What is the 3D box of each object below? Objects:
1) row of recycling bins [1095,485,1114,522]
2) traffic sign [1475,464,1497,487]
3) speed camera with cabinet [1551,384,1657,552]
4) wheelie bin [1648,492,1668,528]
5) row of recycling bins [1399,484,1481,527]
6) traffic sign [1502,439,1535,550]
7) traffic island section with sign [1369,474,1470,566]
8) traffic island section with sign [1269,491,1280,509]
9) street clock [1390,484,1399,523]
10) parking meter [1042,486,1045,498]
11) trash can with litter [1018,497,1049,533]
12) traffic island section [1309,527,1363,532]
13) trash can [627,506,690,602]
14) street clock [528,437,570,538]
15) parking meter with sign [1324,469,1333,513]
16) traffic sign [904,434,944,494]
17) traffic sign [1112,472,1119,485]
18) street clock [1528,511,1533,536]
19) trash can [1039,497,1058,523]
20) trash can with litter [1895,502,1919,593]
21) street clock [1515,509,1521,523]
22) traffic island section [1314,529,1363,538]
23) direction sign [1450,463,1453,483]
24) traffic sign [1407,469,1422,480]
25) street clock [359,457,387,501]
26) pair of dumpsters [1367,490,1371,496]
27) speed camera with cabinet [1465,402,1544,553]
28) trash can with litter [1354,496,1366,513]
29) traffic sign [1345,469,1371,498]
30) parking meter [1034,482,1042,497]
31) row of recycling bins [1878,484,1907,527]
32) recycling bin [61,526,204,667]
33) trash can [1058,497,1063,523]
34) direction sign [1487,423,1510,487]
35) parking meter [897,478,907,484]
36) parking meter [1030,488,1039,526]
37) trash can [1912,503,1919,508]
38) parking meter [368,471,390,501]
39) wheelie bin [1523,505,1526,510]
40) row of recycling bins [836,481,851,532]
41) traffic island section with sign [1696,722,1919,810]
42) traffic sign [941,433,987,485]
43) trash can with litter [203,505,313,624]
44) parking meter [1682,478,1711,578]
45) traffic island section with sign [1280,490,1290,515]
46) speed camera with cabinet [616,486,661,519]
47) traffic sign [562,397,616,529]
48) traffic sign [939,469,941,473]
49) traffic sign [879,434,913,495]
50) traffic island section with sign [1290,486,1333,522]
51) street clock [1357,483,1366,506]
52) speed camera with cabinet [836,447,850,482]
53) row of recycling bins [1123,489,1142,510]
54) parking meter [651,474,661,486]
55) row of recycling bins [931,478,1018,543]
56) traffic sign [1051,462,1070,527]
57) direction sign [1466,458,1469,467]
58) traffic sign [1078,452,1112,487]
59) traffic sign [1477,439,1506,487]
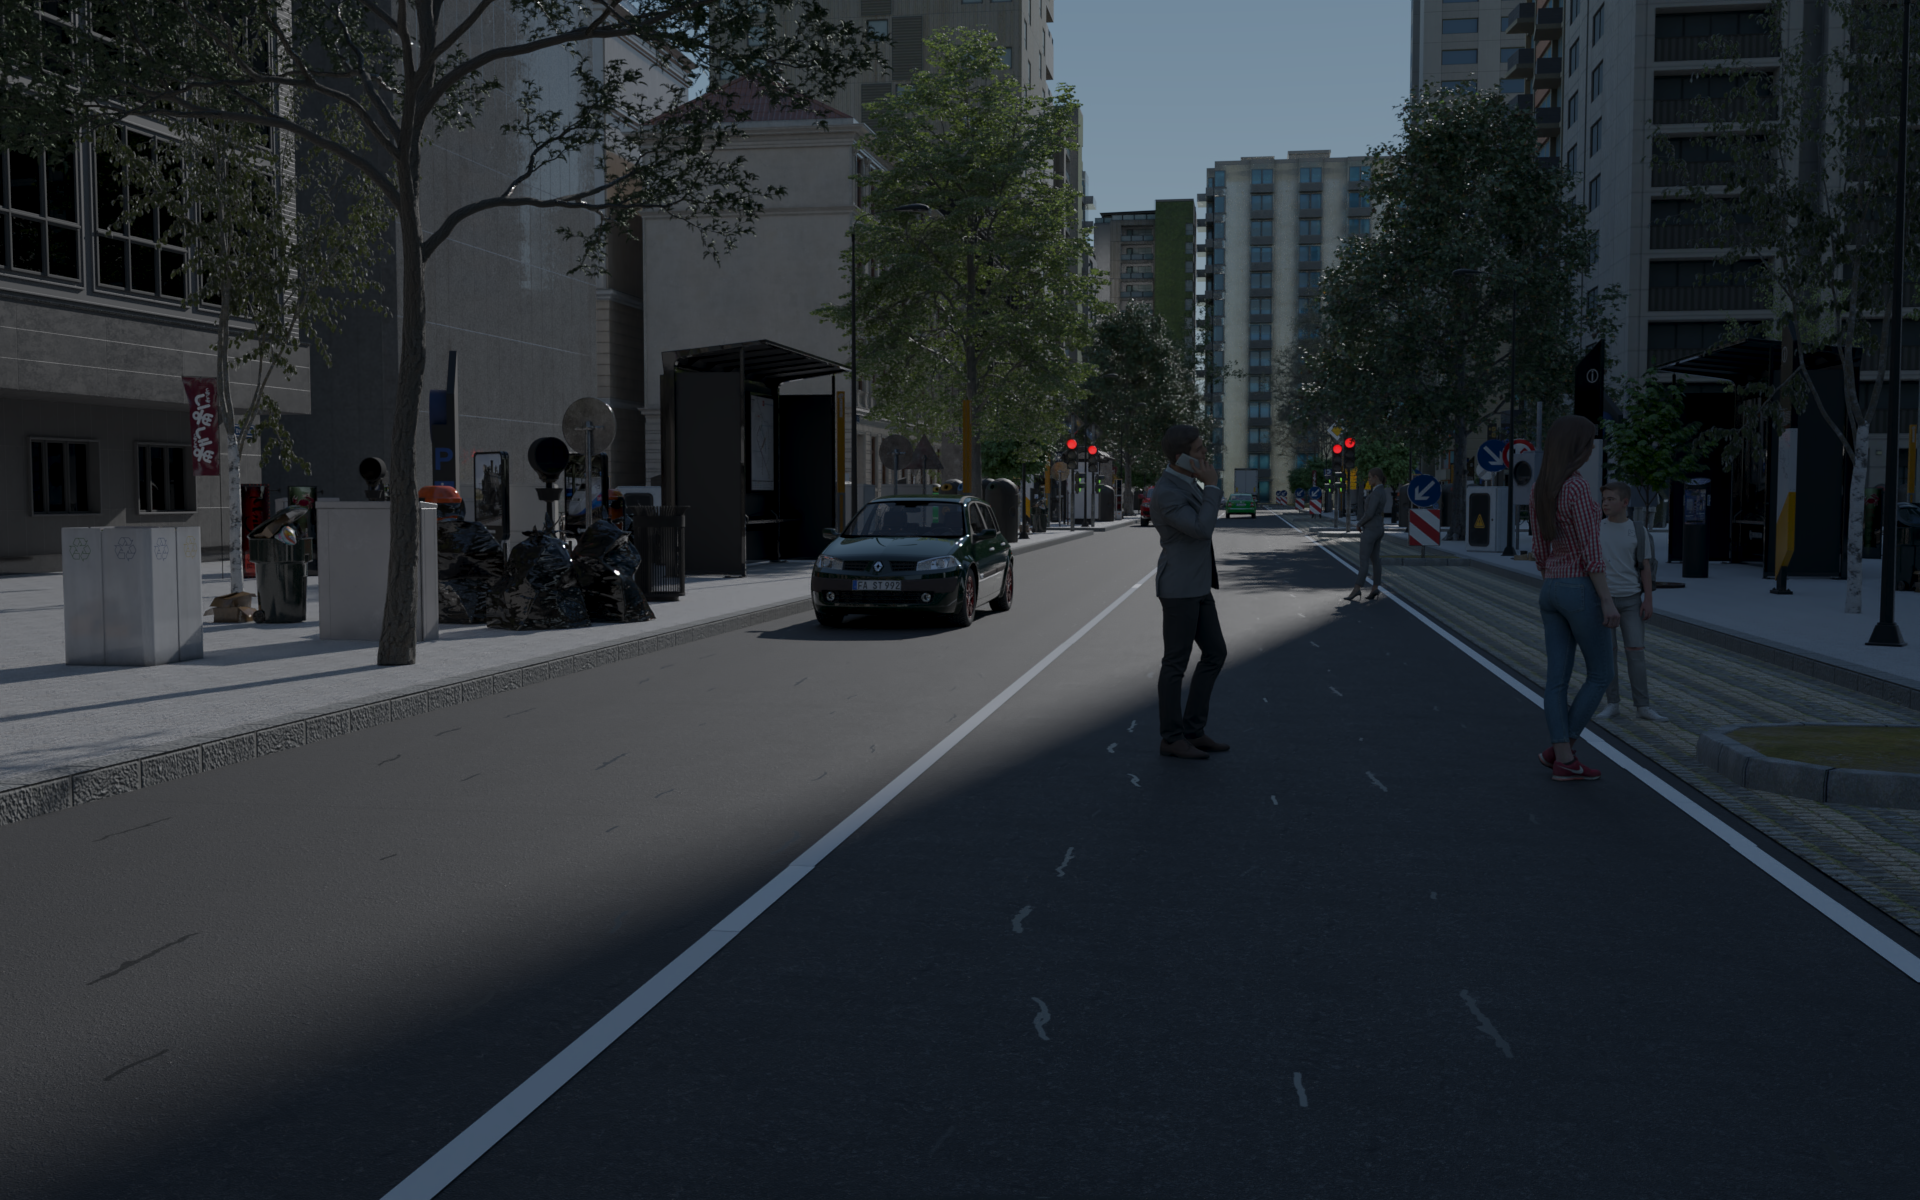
[{"bbox_3d":[6.486,-4.564,81.732,1.069,1.692,3.534,-1,4,-11],"label":"row of recycling bins"},{"bbox_3d":[19.471,-3.916,64.140,0.768,2.556,0.104,1,4,16],"label":"traffic sign"},{"bbox_3d":[11.454,-2.226,30.727,2.038,3.252,0.660,-2,4,-27],"label":"speed camera with cabinet"},{"bbox_3d":[26.441,-3.536,65.729,0.693,1.594,0.980,3,4,37],"label":"wheelie bin"},{"bbox_3d":[18.780,-3.704,67.674,3.534,1.692,1.069,-1,4,-15],"label":"row of recycling bins"},{"bbox_3d":[12.858,-2.433,39.885,0.768,2.556,0.104,1,4,12],"label":"traffic sign"},{"bbox_3d":[9.254,-1.627,35.230,1.989,1.847,2.006,1,4,9],"label":"traffic island section with sign"},{"bbox_3d":[30.953,-9.637,166.198,1.989,1.847,2.006,1,4,9],"label":"traffic island section with sign"},{"bbox_3d":[18.957,-4.344,75.598,0.358,2.002,0.471,3,4,37],"label":"street clock"},{"bbox_3d":[6.073,-7.443,127.396,0.255,1.863,0.399,1,4,15],"label":"parking meter"},{"bbox_3d":[2.382,-2.801,57.186,1.055,1.170,0.624,1,4,21],"label":"trash can with litter"},{"bbox_3d":[14.309,-2.662,65.808,2.009,0.180,2.903,1,4,9],"label":"traffic island section"},{"bbox_3d":[-3.613,-0.561,20.819,0.748,1.137,0.748,0,3,0],"label":"trash can"},{"bbox_3d":[-5.223,-1.068,22.035,0.471,2.002,0.358,-2,4,-35],"label":"street clock"},{"bbox_3d":[25.691,-7.604,120.593,0.543,3.016,1.738,1,4,18],"label":"parking meter with sign"},{"bbox_3d":[-0.775,-2.287,37.397,0.884,2.594,0.081,1,4,13],"label":"traffic sign"},{"bbox_3d":[7.387,-5.122,84.927,0.795,2.450,0.064,1,4,10],"label":"traffic sign"},{"bbox_3d":[17.681,-2.993,53.502,0.471,2.002,0.358,1,4,20],"label":"street clock"},{"bbox_3d":[3.705,-3.951,76.246,0.748,1.137,0.748,0,3,0],"label":"trash can"},{"bbox_3d":[12.667,-0.695,22.751,0.624,1.170,1.055,0,4,-8],"label":"trash can with litter"},{"bbox_3d":[25.136,-4.493,78.024,0.358,2.002,0.471,-3,4,-38],"label":"street clock"},{"bbox_3d":[13.004,-2.180,57.930,2.009,0.180,2.903,1,4,9],"label":"traffic island section"},{"bbox_3d":[35.841,-8.152,125.288,0.379,3.537,0.876,-3,5,-42],"label":"direction sign"},{"bbox_3d":[23.268,-5.417,88.678,0.768,2.556,0.104,1,4,14],"label":"traffic sign"},{"bbox_3d":[-11.591,-1.814,34.229,0.471,2.002,0.358,0,4,7],"label":"street clock"},{"bbox_3d":[27.478,-6.756,112.957,1.574,2.255,4.437,1,4,10],"label":"pair of dumpsters"},{"bbox_3d":[11.938,-2.653,37.708,0.660,3.252,2.038,-2,4,-26],"label":"speed camera with cabinet"},{"bbox_3d":[27.770,-6.653,120.157,0.624,1.170,1.055,-3,5,-43],"label":"trash can with litter"},{"bbox_3d":[25.594,-7.123,110.332,2.265,3.308,0.079,1,4,19],"label":"traffic sign"},{"bbox_3d":[3.791,-4.939,86.463,0.255,1.863,0.399,-1,4,-14],"label":"parking meter"},{"bbox_3d":[36.046,-3.769,68.737,3.534,1.692,1.069,2,4,32],"label":"row of recycling bins"},{"bbox_3d":[-6.310,-0.041,13.231,0.722,1.027,0.722,1,4,9],"label":"recycling bin"},{"bbox_3d":[4.344,-4.074,78.265,0.748,1.137,0.748,0,3,0],"label":"trash can"},{"bbox_3d":[17.191,-3.875,55.360,0.876,3.537,0.379,-1,4,-22],"label":"direction sign"},{"bbox_3d":[-2.111,-3.400,61.305,0.399,1.863,0.255,-2,4,-33],"label":"parking meter"},{"bbox_3d":[3.003,-3.748,69.684,0.372,1.533,0.369,0,3,0],"label":"parking meter"},{"bbox_3d":[16.204,-1.050,28.828,0.748,1.137,0.748,0,3,0],"label":"trash can"},{"bbox_3d":[-12.333,-1.900,36.782,0.399,1.863,0.255,1,4,13],"label":"parking meter"},{"bbox_3d":[33.896,-5.927,104.810,0.980,1.594,0.693,-1,4,-9],"label":"wheelie bin"},{"bbox_3d":[-3.728,-2.869,54.014,1.069,1.692,3.534,0,4,1],"label":"row of recycling bins"},{"bbox_3d":[4.852,0.000,8.635,1.989,1.847,2.006,1,4,9],"label":"traffic island section with sign"},{"bbox_3d":[0.461,-3.881,57.331,2.265,3.308,0.079,1,4,16],"label":"traffic sign"},{"bbox_3d":[-7.014,-0.359,17.259,1.055,1.170,0.624,0,4,5],"label":"trash can with litter"},{"bbox_3d":[11.286,-1.109,26.541,0.372,1.533,0.369,0,3,0],"label":"parking meter"},{"bbox_3d":[22.755,-6.608,116.668,1.989,1.847,2.006,1,4,9],"label":"traffic island section with sign"},{"bbox_3d":[-6.388,-2.631,37.357,2.038,3.252,0.660,-1,4,-13],"label":"speed camera with cabinet"},{"bbox_3d":[-4.887,-1.387,22.789,0.768,2.556,0.104,1,4,13],"label":"traffic sign"},{"bbox_3d":[-0.344,-3.571,58.492,0.768,2.556,0.104,1,4,17],"label":"traffic sign"},{"bbox_3d":[-1.374,-2.254,36.961,0.768,2.556,0.104,1,4,16],"label":"traffic sign"},{"bbox_3d":[18.343,-4.982,90.075,1.989,1.847,2.006,1,4,9],"label":"traffic island section with sign"},{"bbox_3d":[21.160,-5.305,91.312,0.358,2.002,0.471,-1,4,-22],"label":"street clock"},{"bbox_3d":[-4.812,-4.754,72.069,0.660,3.252,2.038,-1,4,-12],"label":"speed camera with cabinet"},{"bbox_3d":[14.614,-7.953,137.136,3.534,1.692,1.069,1,4,22],"label":"row of recycling bins"},{"bbox_3d":[-8.990,-2.801,51.514,0.399,1.863,0.255,2,4,26],"label":"parking meter"},{"bbox_3d":[0.490,-2.434,46.916,1.069,1.692,3.534,-2,4,-28],"label":"row of recycling bins"},{"bbox_3d":[3.922,-4.155,68.038,0.768,2.556,0.104,1,4,15],"label":"traffic sign"},{"bbox_3d":[31.238,-7.063,107.471,0.876,3.537,0.379,-2,4,-29],"label":"direction sign"},{"bbox_3d":[6.326,-5.565,84.862,2.265,3.308,0.079,1,4,13],"label":"traffic sign"},{"bbox_3d":[12.430,-2.465,40.403,0.768,2.556,0.104,1,4,13],"label":"traffic sign"}]
